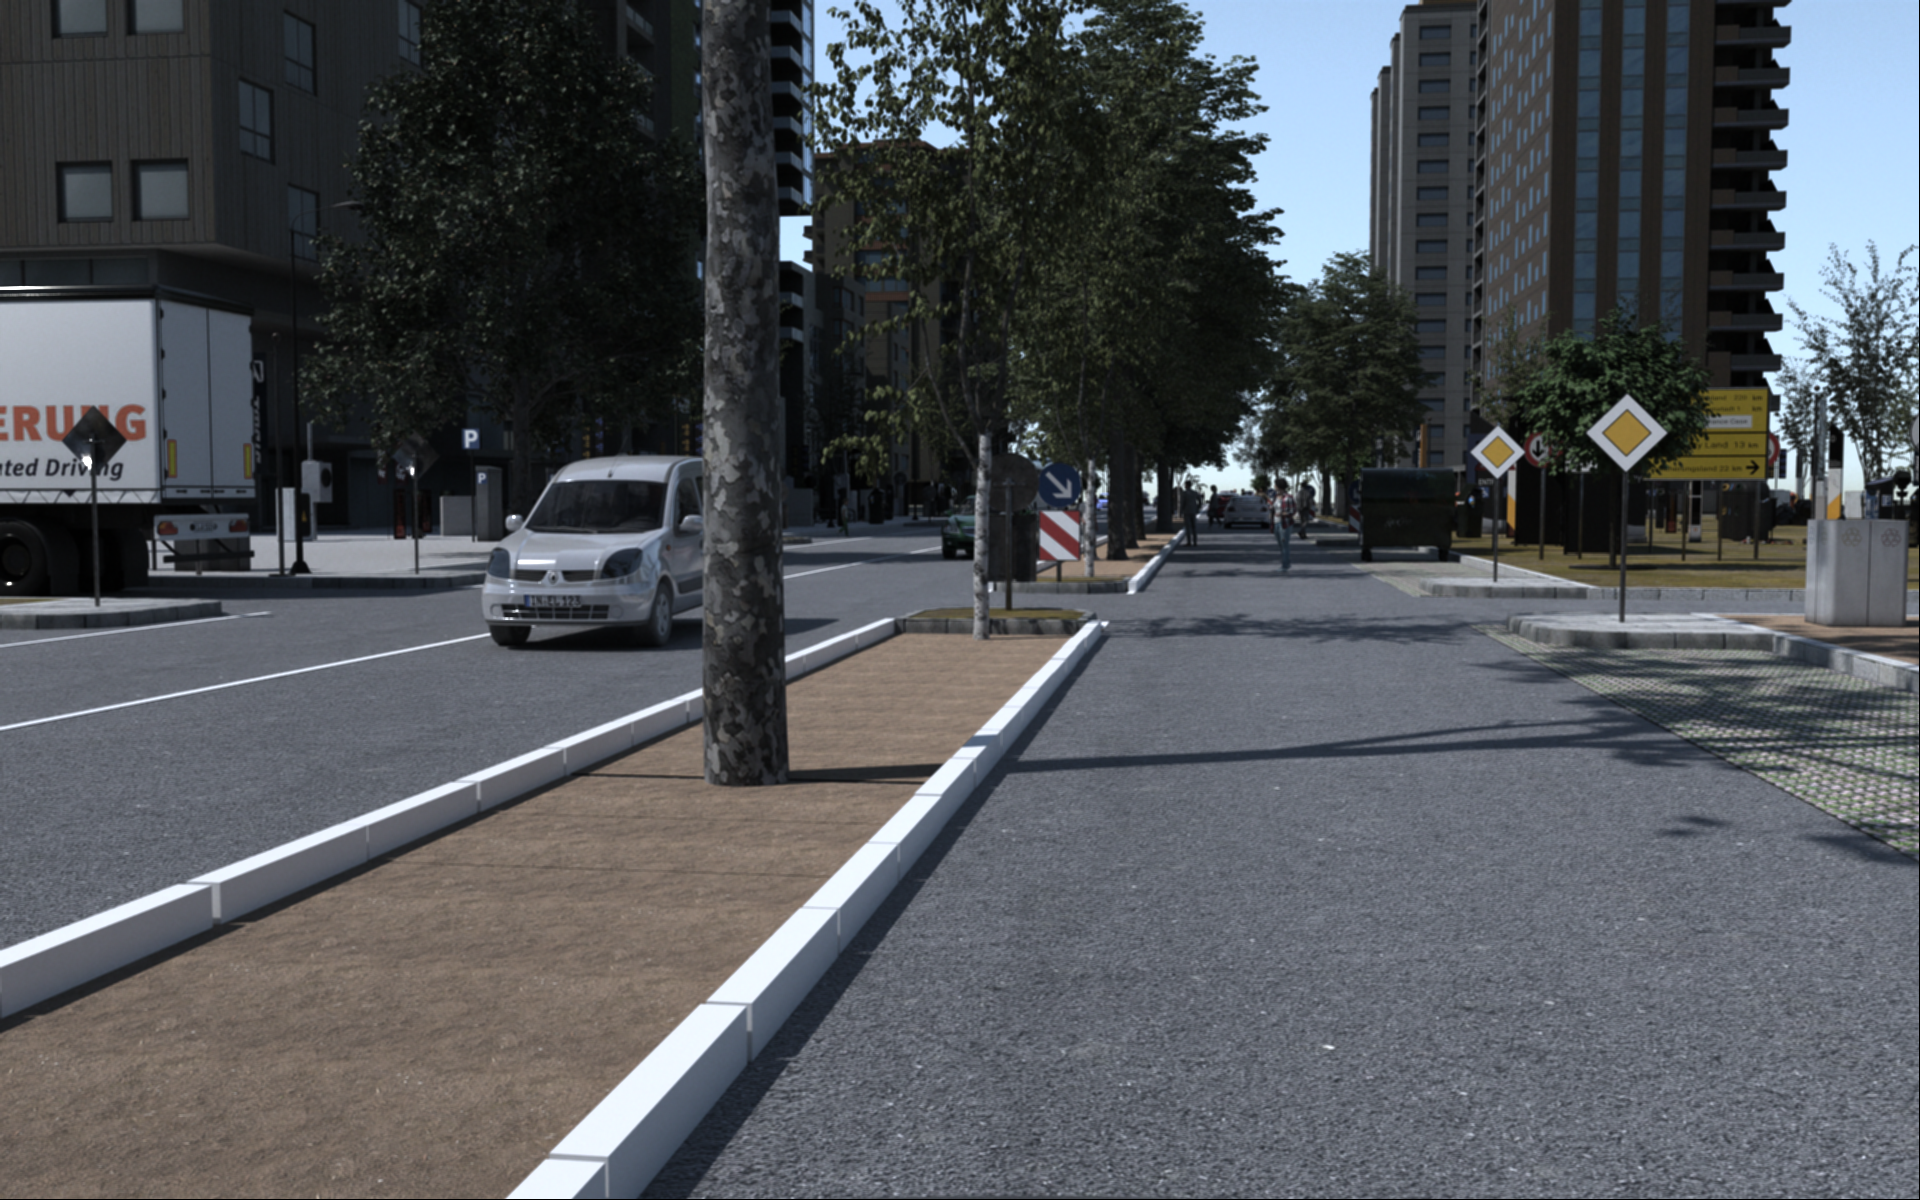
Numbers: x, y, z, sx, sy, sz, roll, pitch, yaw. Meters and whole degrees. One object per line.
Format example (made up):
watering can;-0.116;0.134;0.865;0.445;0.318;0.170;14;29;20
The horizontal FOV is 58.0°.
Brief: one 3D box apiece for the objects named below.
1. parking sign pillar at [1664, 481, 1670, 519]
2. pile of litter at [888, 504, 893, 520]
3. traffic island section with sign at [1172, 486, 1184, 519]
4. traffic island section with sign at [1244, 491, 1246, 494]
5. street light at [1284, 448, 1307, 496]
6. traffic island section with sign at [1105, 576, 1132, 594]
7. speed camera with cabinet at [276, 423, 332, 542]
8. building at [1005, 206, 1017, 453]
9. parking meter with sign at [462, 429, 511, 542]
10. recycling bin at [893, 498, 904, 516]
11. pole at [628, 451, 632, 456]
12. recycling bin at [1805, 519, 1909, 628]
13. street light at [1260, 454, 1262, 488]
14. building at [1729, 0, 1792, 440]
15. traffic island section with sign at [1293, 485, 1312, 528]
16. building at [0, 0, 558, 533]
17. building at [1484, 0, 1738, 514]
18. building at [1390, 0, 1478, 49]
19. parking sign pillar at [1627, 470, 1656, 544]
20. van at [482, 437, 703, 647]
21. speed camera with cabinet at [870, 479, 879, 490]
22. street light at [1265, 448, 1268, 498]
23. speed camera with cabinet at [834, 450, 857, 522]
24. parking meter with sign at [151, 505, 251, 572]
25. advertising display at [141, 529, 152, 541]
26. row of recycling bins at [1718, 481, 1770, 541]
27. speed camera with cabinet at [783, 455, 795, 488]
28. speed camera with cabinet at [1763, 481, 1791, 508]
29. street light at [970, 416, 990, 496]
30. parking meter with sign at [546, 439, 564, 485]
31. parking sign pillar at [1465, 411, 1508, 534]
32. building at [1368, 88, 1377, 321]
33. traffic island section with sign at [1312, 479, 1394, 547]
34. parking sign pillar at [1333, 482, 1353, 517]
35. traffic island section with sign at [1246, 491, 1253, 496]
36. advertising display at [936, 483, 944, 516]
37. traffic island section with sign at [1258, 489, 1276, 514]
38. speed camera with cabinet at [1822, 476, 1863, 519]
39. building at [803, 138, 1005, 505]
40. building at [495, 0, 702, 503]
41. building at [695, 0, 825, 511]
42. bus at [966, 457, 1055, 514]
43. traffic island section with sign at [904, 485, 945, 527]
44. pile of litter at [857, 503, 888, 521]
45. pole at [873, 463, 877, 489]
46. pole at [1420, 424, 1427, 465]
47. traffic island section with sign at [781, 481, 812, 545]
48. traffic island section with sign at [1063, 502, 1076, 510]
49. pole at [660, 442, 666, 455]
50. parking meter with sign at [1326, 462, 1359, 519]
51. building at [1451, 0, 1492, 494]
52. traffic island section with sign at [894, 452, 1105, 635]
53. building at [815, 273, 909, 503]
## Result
parking sign pillar;36.642;-6.254;90.731;1.447;3.967;1.447;-3;4;-38
pile of litter;-3.935;-4.379;85.567;1.176;0.858;1.719;2;4;32
traffic island section with sign;12.574;-5.627;100.141;2.006;1.907;1.989;1;4;8
traffic island section with sign;34.224;-12.022;205.189;1.989;1.847;2.006;1;4;8
street light;23.143;-8.920;118.388;1.470;5.913;1.316;1;4;8
traffic island section with sign;1.541;-1.081;25.814;2.006;1.907;1.989;1;4;8
speed camera with cabinet;-17.923;-3.242;47.348;0.660;3.252;2.038;0;4;8
building;-3.663;-36.083;244.576;22.147;44.769;28.867;1;4;8
parking meter with sign;-12.748;-3.102;46.984;0.543;3.016;1.738;1;4;18
recycling bin;-3.495;-5.417;101.122;0.722;1.027;0.722;-1;4;-11
pole;-15.707;-5.417;82.412;0.158;3.312;0.155;0;3;0
recycling bin;8.778;-0.270;16.971;0.722;1.027;0.722;1;4;8
street light;35.173;-13.877;199.421;1.470;5.913;1.316;1;4;8
building;44.994;-28.412;114.652;14.600;45.320;14.200;1;4;8
traffic island section with sign;14.825;-4.034;74.592;1.989;1.847;2.006;1;4;8
building;-33.228;-29.072;64.560;28.713;52.752;27.495;1;4;8
building;47.447;-29.266;128.617;14.600;45.320;14.200;1;4;8
building;62.826;-40.886;210.492;21.231;58.520;28.212;1;4;8
parking sign pillar;17.151;-3.460;45.048;1.447;3.967;1.447;0;4;-2
van;-3.425;-0.649;17.624;2.013;2.044;4.112;0;4;7
speed camera with cabinet;-5.753;-6.617;102.528;2.038;3.252;0.660;2;4;35
street light;31.533;-12.381;174.967;1.470;5.913;1.316;1;4;8
speed camera with cabinet;-5.229;-5.187;79.147;0.660;3.252;2.038;1;4;12
parking meter with sign;-12.690;-1.990;28.792;1.738;3.016;0.543;1;4;10
advertising display;-22.270;-2.585;47.484;0.974;1.923;0.123;-1;4;-13
row of recycling bins;21.934;-2.525;48.396;1.069;1.692;3.534;1;4;16
speed camera with cabinet;-8.554;-5.647;86.658;0.660;3.252;2.038;-1;4;-8
speed camera with cabinet;35.363;-4.980;75.761;2.038;3.252;0.660;-1;4;-22
street light;1.183;-8.016;103.603;1.470;5.913;1.316;1;4;8
parking meter with sign;-11.815;-3.318;50.505;0.543;3.016;1.738;-1;4;-14
parking sign pillar;16.938;-4.110;55.663;1.447;3.967;1.447;3;5;43
building;67.061;-42.604;238.573;21.231;58.520;28.212;1;4;8
traffic island section with sign;10.821;-2.381;47.565;1.989;1.847;2.006;1;4;8
parking sign pillar;21.200;-6.506;94.845;1.447;3.967;1.447;-1;4;-19
traffic island section with sign;26.173;-8.702;150.912;1.989;1.847;2.006;1;4;8
advertising display;-1.106;-5.670;97.911;0.123;1.923;0.974;1;4;20
traffic island section with sign;22.166;-7.053;123.948;1.989;1.847;2.006;1;4;8
speed camera with cabinet;45.991;-5.851;90.003;2.038;3.252;0.660;3;4;37
building;-7.447;-34.335;216.008;22.147;44.769;28.867;1;4;8
building;-22.693;-25.004;92.403;14.154;41.232;14.086;1;4;8
building;-21.963;-49.378;120.001;22.319;86.520;31.000;1;4;8
bus;2.607;-5.331;82.025;2.948;3.499;13.247;1;4;9
traffic island section with sign;-1.364;-4.182;76.998;1.989;1.847;2.006;1;4;8
pile of litter;-4.394;-4.139;81.638;1.719;0.858;1.176;0;4;-2
pole;-4.877;-6.451;99.320;0.158;3.312;0.155;0;3;0
pole;13.548;-3.476;50.676;0.158;3.312;0.155;0;3;0
traffic island section with sign;-5.365;-2.537;50.113;1.989;1.847;2.006;1;4;8
traffic island section with sign;9.957;-8.844;153.232;1.989;1.847;2.006;1;4;8
pole;-11.545;-4.501;67.434;0.158;3.312;0.155;0;3;0
parking meter with sign;20.113;-5.791;90.940;1.738;3.016;0.543;0;4;7
building;52.916;-43.220;144.899;20.563;71.187;20.611;1;4;8
traffic island section with sign;0.443;-0.633;18.489;2.006;1.907;1.989;1;4;8
building;-20.667;-18.795;152.330;27.650;21.520;28.899;1;4;8
